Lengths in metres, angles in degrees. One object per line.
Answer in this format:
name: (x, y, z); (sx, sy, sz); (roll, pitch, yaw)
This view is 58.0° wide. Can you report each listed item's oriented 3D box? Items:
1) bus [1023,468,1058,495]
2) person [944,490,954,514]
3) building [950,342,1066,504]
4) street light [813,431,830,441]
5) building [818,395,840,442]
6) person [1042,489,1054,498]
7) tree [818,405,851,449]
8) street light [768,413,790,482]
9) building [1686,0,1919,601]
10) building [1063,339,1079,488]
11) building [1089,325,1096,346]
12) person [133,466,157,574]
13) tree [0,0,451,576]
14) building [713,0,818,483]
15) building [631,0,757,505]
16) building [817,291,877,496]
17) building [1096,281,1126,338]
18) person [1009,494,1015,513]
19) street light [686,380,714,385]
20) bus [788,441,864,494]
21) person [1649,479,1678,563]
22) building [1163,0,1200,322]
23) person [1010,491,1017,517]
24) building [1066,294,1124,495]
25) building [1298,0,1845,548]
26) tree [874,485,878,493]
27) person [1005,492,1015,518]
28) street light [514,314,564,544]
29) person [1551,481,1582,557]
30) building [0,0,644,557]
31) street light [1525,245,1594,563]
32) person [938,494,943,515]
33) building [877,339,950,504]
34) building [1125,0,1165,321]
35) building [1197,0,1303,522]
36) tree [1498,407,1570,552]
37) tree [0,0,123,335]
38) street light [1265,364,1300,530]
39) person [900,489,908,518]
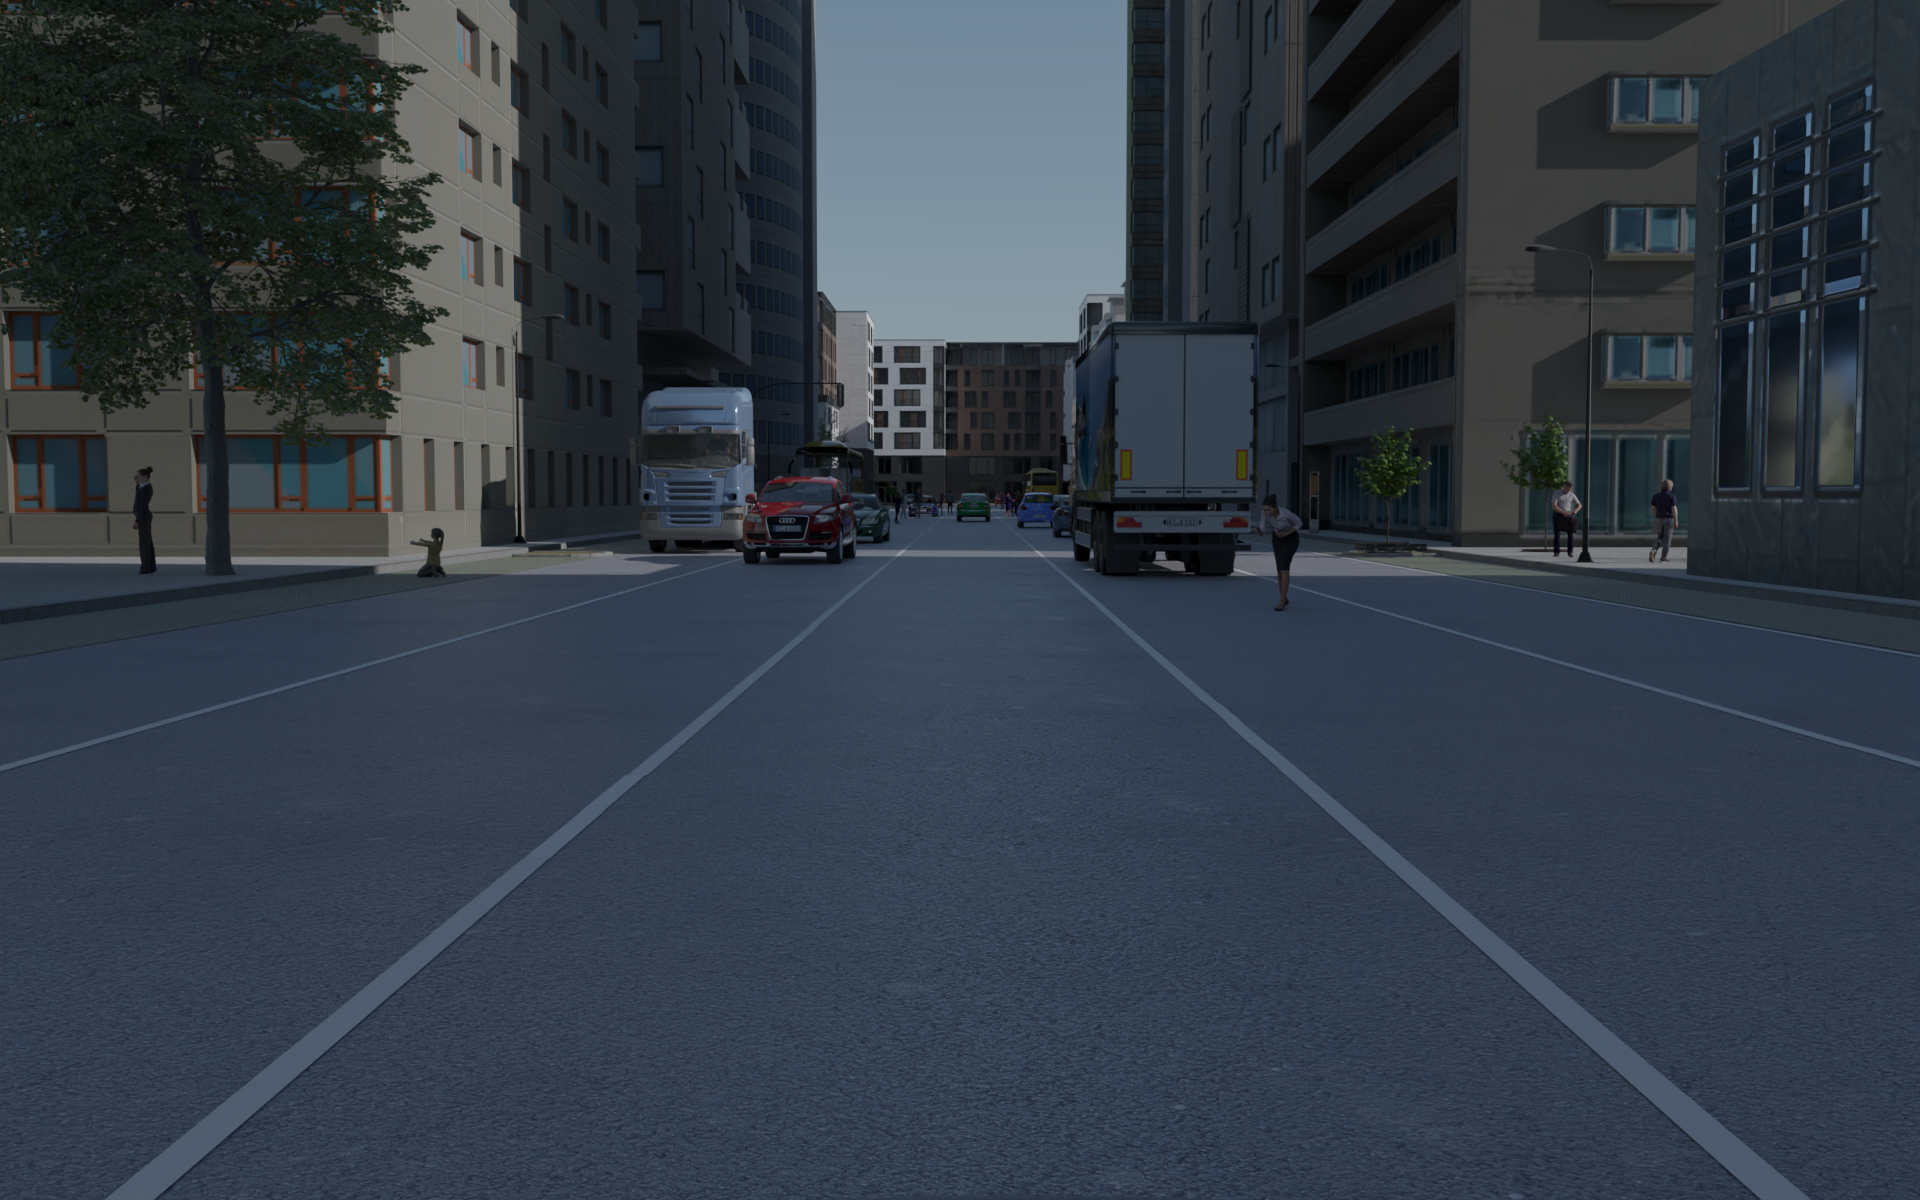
bus: (7.682, -10.595, 164.770); (2.896, 3.916, 12.252); (0, 4, 0)
person: (-0.726, -7.044, 124.398); (0.841, 1.734, 0.376); (2, 4, 34)
building: (14.516, -24.418, 243.204); (32.646, 21.610, 27.936); (0, 4, 0)
street light: (-10.297, -9.518, 128.155); (1.470, 5.913, 1.316); (0, 4, 0)
building: (-15.624, -13.340, 160.258); (9.099, 9.664, 28.070); (0, 4, 0)
person: (5.477, -6.037, 108.000); (0.742, 1.727, 0.445); (1, 4, 8)
tree: (-11.112, -11.779, 142.944); (4.737, 8.622, 4.395); (0, 3, 0)
street light: (-10.428, -7.756, 99.344); (1.470, 5.913, 1.316); (0, 4, 0)
building: (22.630, -42.613, 9.395); (22.319, 86.520, 31.000); (0, 4, 0)
building: (21.011, -21.974, 215.696); (16.016, 20.091, 11.380); (0, 4, 0)
building: (20.919, -19.263, 171.376); (16.016, 20.091, 11.380); (0, 4, 0)
person: (-13.285, -1.295, 28.024); (0.742, 1.727, 0.445); (3, 4, 38)
tree: (-12.159, -6.659, 26.997); (7.486, 12.596, 7.792); (0, 3, 0)
building: (-21.992, -35.597, 124.015); (21.231, 58.520, 28.212); (0, 4, 0)
building: (-25.532, -30.531, 88.426); (28.713, 52.752, 27.495); (0, 4, 0)
building: (-24.282, -21.228, 191.052); (27.936, 21.610, 32.646); (0, 4, 0)
building: (21.163, -18.528, 159.346); (16.016, 20.091, 11.380); (0, 4, 0)
person: (3.913, -7.255, 130.307); (0.799, 1.438, 0.628); (2, 4, 29)
street light: (-10.702, -5.993, 70.533); (1.470, 5.913, 1.316); (0, 4, 0)
bus: (-6.231, -5.622, 83.474); (2.896, 3.916, 12.252); (0, 3, 0)
person: (13.036, -1.467, 32.240); (0.471, 1.553, 0.569); (0, 4, 0)
building: (24.270, -35.093, 115.767); (21.231, 58.520, 28.212); (0, 4, 0)
person: (3.357, -6.007, 108.190); (0.415, 1.643, 0.593); (2, 4, 31)
building: (27.027, -21.364, 193.275); (27.936, 21.610, 32.646); (0, 4, 0)
building: (22.746, -26.104, 50.500); (21.300, 48.544, 21.600); (0, 4, 0)
tree: (-10.940, -13.168, 209.901); (1.663, 3.219, 1.824); (0, 3, 0)
person: (2.980, -5.774, 105.274); (0.546, 1.535, 0.453); (-3, 5, -44)
street light: (-10.925, -4.426, 44.913); (1.470, 5.913, 1.316); (0, 4, 0)
person: (12.365, -1.655, 35.316); (0.614, 1.554, 0.590); (0, 4, 4)
building: (-26.012, -12.447, 48.548); (28.899, 21.520, 27.650); (0, 4, 0)
street light: (11.229, -3.664, 32.449); (1.470, 5.913, 1.316); (0, 4, 0)
person: (-1.438, -6.391, 116.233); (0.776, 1.435, 0.726); (1, 4, 12)
building: (-18.196, -24.387, 242.700); (32.646, 21.610, 27.936); (0, 4, 0)
building: (20.088, -27.795, 138.035); (14.154, 41.232, 14.086); (0, 4, 0)
building: (26.165, -30.188, 82.812); (27.495, 52.752, 28.713); (0, 4, 0)
tree: (13.143, -2.692, 38.611); (1.663, 3.219, 1.824); (0, 3, 0)
tree: (-11.750, -4.251, 19.861); (4.737, 8.622, 4.395); (0, 3, 0)
street light: (11.568, -5.468, 61.943); (1.470, 5.913, 1.316); (0, 4, 0)
person: (-3.315, -5.695, 102.329); (0.376, 1.734, 0.841); (3, 5, 39)
